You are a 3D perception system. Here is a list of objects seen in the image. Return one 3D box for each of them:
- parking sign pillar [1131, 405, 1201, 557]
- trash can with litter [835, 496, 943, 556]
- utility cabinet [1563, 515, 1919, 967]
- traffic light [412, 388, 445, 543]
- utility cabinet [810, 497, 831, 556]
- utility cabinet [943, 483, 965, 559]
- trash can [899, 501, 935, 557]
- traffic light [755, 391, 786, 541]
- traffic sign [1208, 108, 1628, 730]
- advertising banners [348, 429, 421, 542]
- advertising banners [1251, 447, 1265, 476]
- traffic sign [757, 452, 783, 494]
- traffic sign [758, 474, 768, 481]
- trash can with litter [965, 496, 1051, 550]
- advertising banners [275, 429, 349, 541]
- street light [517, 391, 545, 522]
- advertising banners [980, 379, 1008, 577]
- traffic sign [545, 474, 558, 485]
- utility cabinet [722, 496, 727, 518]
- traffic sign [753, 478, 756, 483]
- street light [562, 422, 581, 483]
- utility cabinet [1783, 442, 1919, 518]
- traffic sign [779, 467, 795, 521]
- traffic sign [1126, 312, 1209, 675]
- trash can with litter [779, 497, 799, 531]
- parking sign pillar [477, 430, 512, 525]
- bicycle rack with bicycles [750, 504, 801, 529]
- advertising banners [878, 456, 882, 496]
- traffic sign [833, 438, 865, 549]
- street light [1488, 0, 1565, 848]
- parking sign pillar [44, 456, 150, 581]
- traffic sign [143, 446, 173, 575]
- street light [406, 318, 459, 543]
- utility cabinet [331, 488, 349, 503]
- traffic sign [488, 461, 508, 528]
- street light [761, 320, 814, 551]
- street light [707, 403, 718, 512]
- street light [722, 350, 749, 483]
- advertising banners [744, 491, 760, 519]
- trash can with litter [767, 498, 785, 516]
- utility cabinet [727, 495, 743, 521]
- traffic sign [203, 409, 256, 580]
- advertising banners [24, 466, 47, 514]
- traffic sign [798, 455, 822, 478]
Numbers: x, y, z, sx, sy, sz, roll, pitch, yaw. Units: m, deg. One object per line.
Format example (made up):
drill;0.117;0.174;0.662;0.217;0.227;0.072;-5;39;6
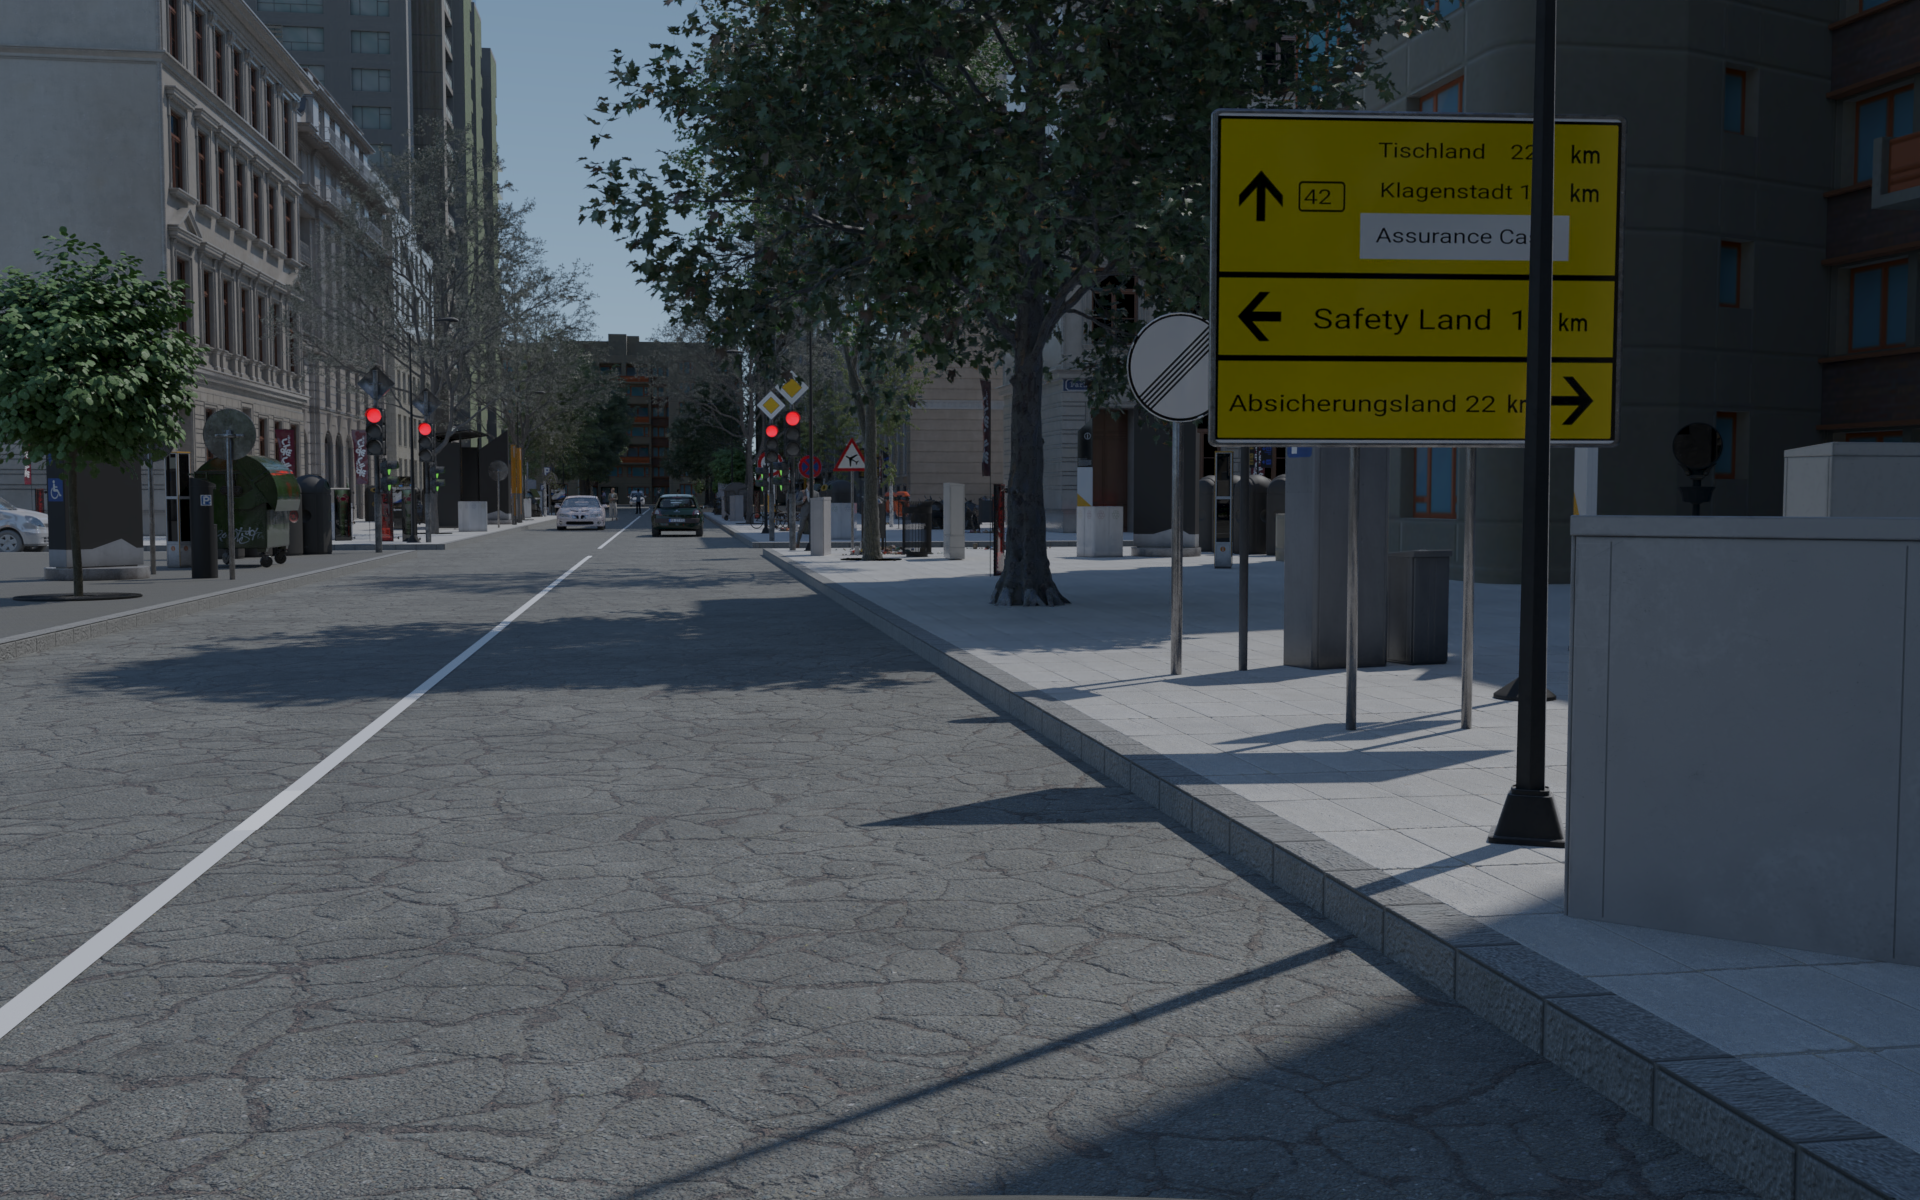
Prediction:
parking sign pillar;4.264;-2.892;35.756;1.447;3.967;1.447;1;4;19
trash can with litter;-1.435;-1.574;36.789;2.233;1.210;1.678;0;4;-8
utility cabinet;2.327;0.374;5.045;1.020;1.237;0.306;3;4;36
traffic light;-14.042;-3.473;45.706;0.839;4.253;0.868;-1;4;-10
utility cabinet;-2.930;-1.541;36.362;0.306;1.237;1.020;0;4;4
utility cabinet;-0.108;-1.558;34.152;0.318;1.500;1.173;0;4;-6
trash can;-0.880;-1.452;35.398;0.748;1.137;0.748;0;3;0
traffic light;-5.158;-3.565;47.214;0.839;4.253;0.868;-1;4;-10
traffic sign;2.451;-0.946;9.343;2.265;3.308;0.079;0;4;-4
advertising banners;-15.510;-3.093;46.756;2.074;3.025;0.090;1;4;16
advertising banners;8.406;-3.484;53.157;2.074;3.025;0.090;1;4;9
traffic sign;-5.577;-3.115;51.031;0.768;2.556;0.104;0;4;0
traffic sign;-9.642;-5.232;85.552;0.884;2.594;0.081;0;4;-3
trash can with litter;1.011;-1.789;40.302;2.233;1.210;1.678;0;4;2
advertising banners;-17.485;-3.106;46.970;2.074;3.025;0.090;-3;4;-37
street light;-19.411;-6.466;78.260;1.470;5.913;1.316;-1;4;-10
advertising banners;0.628;-1.901;27.277;0.090;3.025;2.074;1;4;18
traffic sign;-24.628;-6.378;104.385;0.768;2.556;0.104;-1;4;-8
utility cabinet;-12.068;-4.878;90.913;1.020;1.237;0.306;3;4;38
traffic sign;-13.908;-7.012;114.744;0.768;2.556;0.104;0;4;-1
street light;-25.052;-8.515;111.757;1.470;5.913;1.316;-1;4;-10
utility cabinet;4.228;0.061;7.677;1.173;1.500;0.318;-1;4;-14
traffic sign;-8.080;-4.939;80.853;0.768;2.556;0.104;0;4;-1
traffic sign;1.538;-0.742;12.240;0.768;2.556;0.104;0;4;-8
trash can with litter;-5.695;-3.018;60.408;1.678;1.210;2.233;1;4;10
parking sign pillar;-19.649;-5.173;73.046;1.447;3.967;1.447;0;3;0
bicycle rack with bicycles;-6.336;-3.098;64.039;2.925;0.926;2.852;-1;4;-20
advertising banners;-3.820;-5.125;79.983;0.090;3.025;2.074;-1;4;-12
traffic sign;-2.498;-2.453;40.114;0.884;2.594;0.081;0;4;-4
street light;1.583;-2.057;6.179;1.470;5.913;1.316;-1;4;-10
parking sign pillar;-13.086;-2.305;26.165;1.447;3.967;1.447;2;4;28
traffic sign;-12.870;-1.679;27.557;0.768;2.556;0.104;0;4;-6
street light;-13.883;-4.470;45.623;1.470;5.913;1.316;-1;4;-10
utility cabinet;-22.950;-3.346;63.386;1.173;1.500;0.318;-2;4;-24
traffic sign;-17.592;-4.029;65.985;0.768;2.556;0.104;0;4;-3
street light;-3.881;-4.054;38.826;1.470;5.913;1.316;-1;4;-10
street light;-12.216;-7.103;88.667;1.470;5.913;1.316;-1;4;-10
street light;-6.836;-5.105;56.006;1.470;5.913;1.316;-1;4;-10
advertising banners;-10.500;-5.707;89.500;0.090;3.025;2.074;-3;5;-44
trash can with litter;-10.832;-5.507;101.428;1.055;1.170;0.624;-3;5;-44
utility cabinet;-10.626;-4.353;82.330;0.306;1.237;1.020;1;4;15
traffic sign;-10.902;-1.576;25.875;0.768;2.556;0.104;0;4;-7
advertising banners;-26.518;-3.285;49.902;0.090;3.025;2.074;0;4;-4
traffic sign;-4.890;-3.452;56.546;0.768;2.556;0.104;0;4;-5
